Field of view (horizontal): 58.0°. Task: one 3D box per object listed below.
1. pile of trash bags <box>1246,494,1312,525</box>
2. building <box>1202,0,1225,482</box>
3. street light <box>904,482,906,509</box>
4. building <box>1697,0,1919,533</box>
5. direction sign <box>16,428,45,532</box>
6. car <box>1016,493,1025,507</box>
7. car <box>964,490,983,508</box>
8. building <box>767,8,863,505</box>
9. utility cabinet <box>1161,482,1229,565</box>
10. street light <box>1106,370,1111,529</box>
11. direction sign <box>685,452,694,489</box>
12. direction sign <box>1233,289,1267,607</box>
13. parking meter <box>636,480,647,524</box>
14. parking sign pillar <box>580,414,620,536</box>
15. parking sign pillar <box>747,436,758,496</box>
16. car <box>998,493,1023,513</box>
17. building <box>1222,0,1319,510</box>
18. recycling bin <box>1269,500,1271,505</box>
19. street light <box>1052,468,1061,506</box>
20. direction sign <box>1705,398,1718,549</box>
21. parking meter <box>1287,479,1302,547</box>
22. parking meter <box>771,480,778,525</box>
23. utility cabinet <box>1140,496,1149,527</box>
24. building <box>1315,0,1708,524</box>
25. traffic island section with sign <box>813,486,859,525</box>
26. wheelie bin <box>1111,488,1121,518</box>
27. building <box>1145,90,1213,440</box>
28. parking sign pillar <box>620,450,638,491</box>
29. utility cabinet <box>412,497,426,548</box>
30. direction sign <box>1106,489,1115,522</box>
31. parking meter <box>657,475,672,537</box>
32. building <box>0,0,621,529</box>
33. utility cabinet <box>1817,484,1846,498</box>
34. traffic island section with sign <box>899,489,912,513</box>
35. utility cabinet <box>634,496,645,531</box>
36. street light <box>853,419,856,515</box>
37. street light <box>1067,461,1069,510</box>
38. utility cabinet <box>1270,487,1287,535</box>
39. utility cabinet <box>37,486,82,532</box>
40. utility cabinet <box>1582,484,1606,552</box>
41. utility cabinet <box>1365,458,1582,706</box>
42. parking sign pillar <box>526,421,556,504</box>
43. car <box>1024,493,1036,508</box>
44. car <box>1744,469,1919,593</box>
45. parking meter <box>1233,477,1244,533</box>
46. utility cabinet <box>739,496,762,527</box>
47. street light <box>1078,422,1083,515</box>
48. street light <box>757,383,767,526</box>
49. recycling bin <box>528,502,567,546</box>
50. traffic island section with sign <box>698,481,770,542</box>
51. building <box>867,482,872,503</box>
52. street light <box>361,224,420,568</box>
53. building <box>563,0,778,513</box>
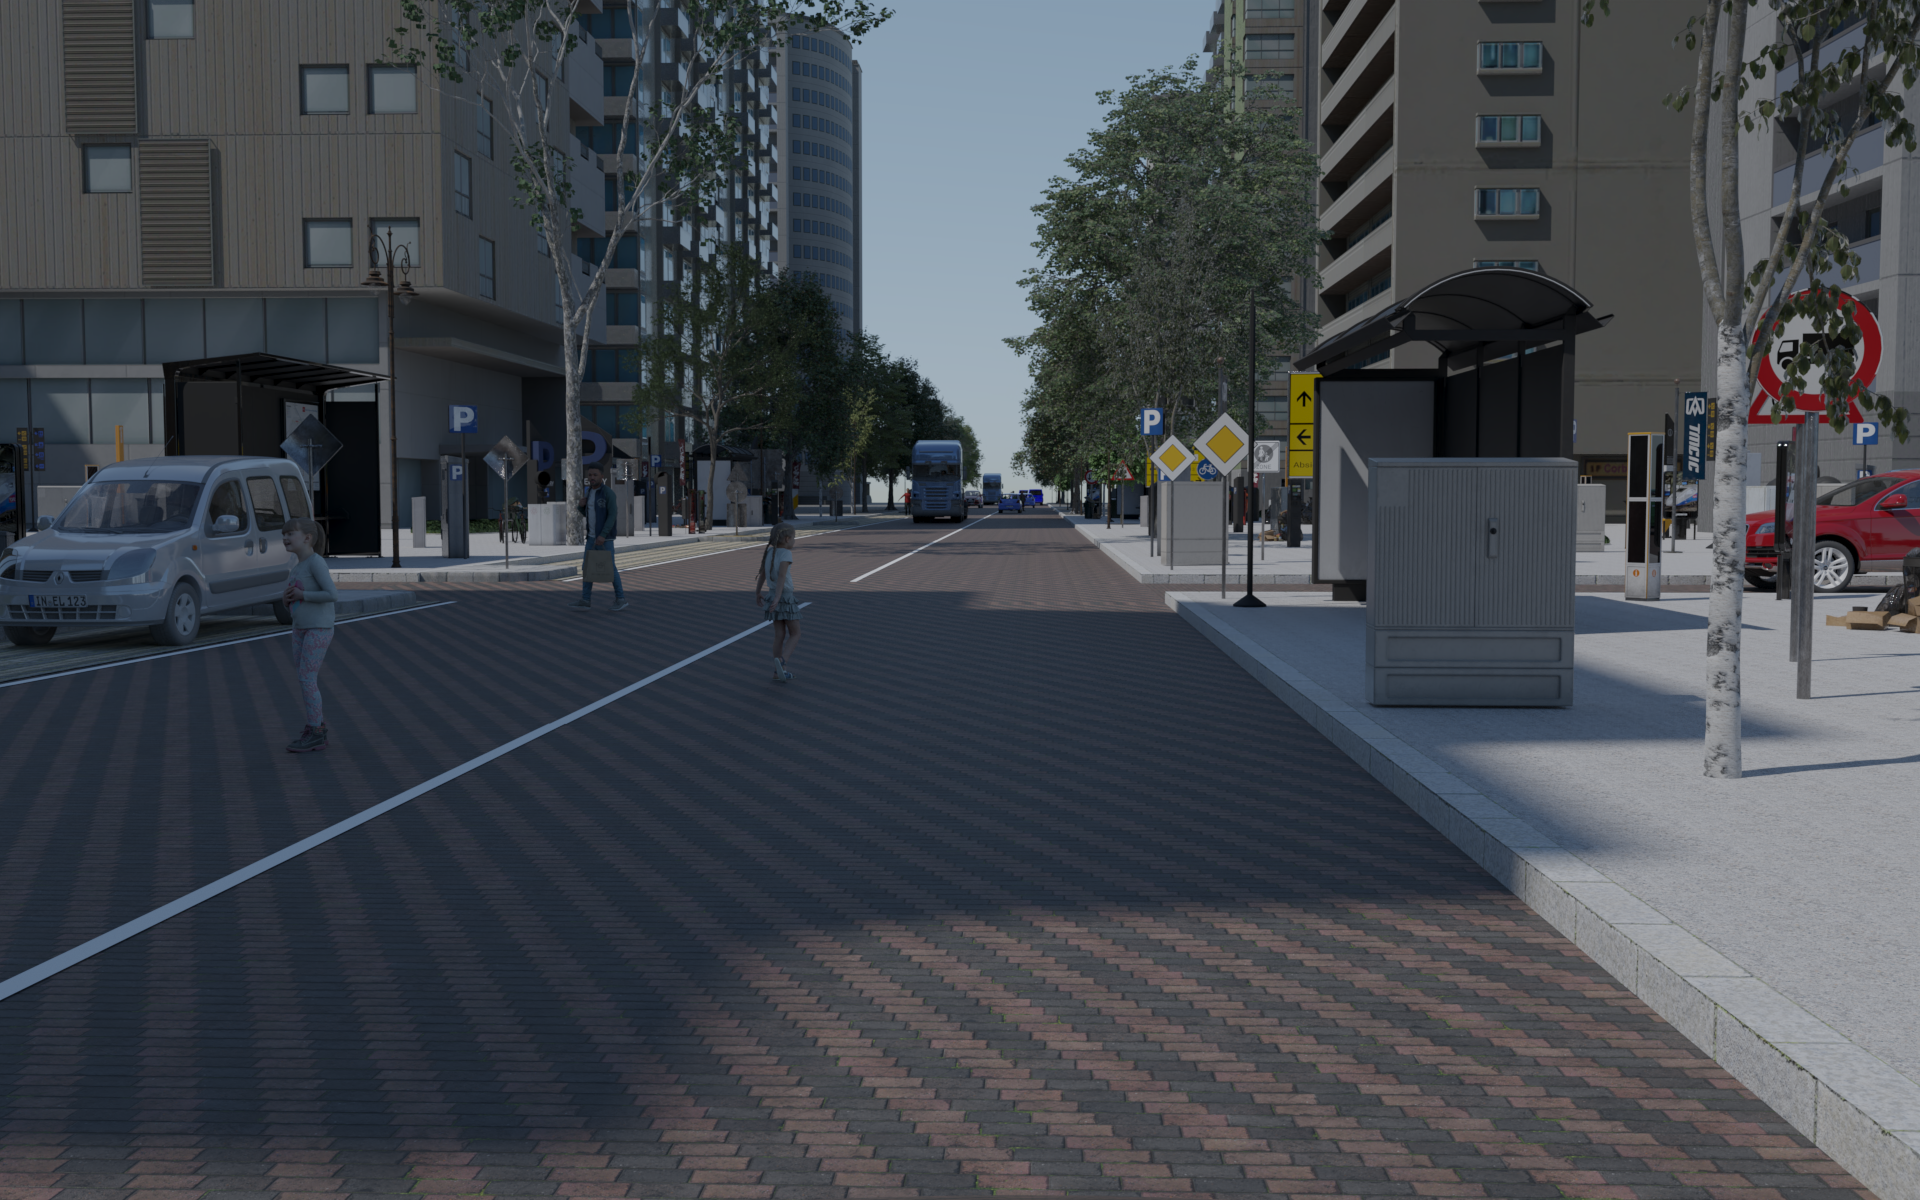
[{"bbox_3d":[13.275,-3.866,72.954,3.447,1.369,1.912,0,4,-1],"label":"pile of trash bags"},{"bbox_3d":[33.062,-32.561,151.977,23.786,49.044,30.456,0,4,2],"label":"building"},{"bbox_3d":[-4.679,-10.685,147.488,0.468,5.910,1.993,0,4,2],"label":"street light"},{"bbox_3d":[38.658,-30.931,47.715,28.212,58.520,21.231,0,4,2],"label":"building"},{"bbox_3d":[-31.666,-4.104,59.092,0.876,3.537,0.379,0,4,-7],"label":"direction sign"},{"bbox_3d":[6.263,-11.022,189.808,1.945,1.707,3.694,0,4,2],"label":"car"},{"bbox_3d":[1.246,-10.270,176.590,2.281,1.827,5.304,0,4,4],"label":"car"},{"bbox_3d":[-23.856,-41.061,213.350,21.231,58.520,28.212,0,4,2],"label":"building"},{"bbox_3d":[4.213,-1.371,31.098,1.173,1.500,0.318,-1,4,-13],"label":"utility cabinet"},{"bbox_3d":[5.476,-5.553,63.581,0.468,5.910,1.993,0,4,2],"label":"street light"},{"bbox_3d":[-14.328,-6.138,92.347,0.876,3.537,0.379,0,4,4],"label":"direction sign"},{"bbox_3d":[3.306,-1.692,19.657,0.379,3.537,0.876,1,4,10],"label":"direction sign"},{"bbox_3d":[-13.437,-4.122,73.102,0.399,1.863,0.255,-3,4,-36],"label":"parking meter"},{"bbox_3d":[-11.435,-3.985,53.625,1.447,3.967,1.447,0,4,-5],"label":"parking sign pillar"},{"bbox_3d":[-9.725,-5.618,80.319,1.447,3.967,1.447,0,4,8],"label":"parking sign pillar"},{"bbox_3d":[3.794,-7.402,130.610,1.945,1.707,3.694,0,4,4],"label":"car"},{"bbox_3d":[26.608,-27.314,130.185,14.154,41.232,14.086,0,4,2],"label":"building"},{"bbox_3d":[14.019,-3.872,75.865,0.722,1.027,0.722,-2,4,-27],"label":"recycling bin"},{"bbox_3d":[12.383,-15.285,222.697,0.468,5.910,1.993,0,4,2],"label":"street light"},{"bbox_3d":[17.730,-2.973,40.610,0.379,3.537,0.876,0,4,-5],"label":"direction sign"},{"bbox_3d":[8.062,-2.206,41.779,0.255,1.863,0.399,0,4,-5],"label":"parking meter"},{"bbox_3d":[-7.576,-3.982,70.818,0.255,1.863,0.399,0,4,-5],"label":"parking meter"},{"bbox_3d":[7.247,-3.470,67.898,0.306,1.237,1.020,1,4,11],"label":"utility cabinet"},{"bbox_3d":[29.496,-28.054,82.390,21.300,48.544,21.600,0,4,2],"label":"building"},{"bbox_3d":[-5.662,-4.336,79.521,1.989,1.847,2.006,0,4,2],"label":"traffic island section with sign"},{"bbox_3d":[8.296,-5.102,91.325,0.980,1.594,0.693,2,4,30],"label":"wheelie bin"},{"bbox_3d":[38.198,-38.797,223.566,28.713,52.752,27.495,0,4,2],"label":"building"},{"bbox_3d":[-18.226,-6.475,94.341,1.447,3.967,1.447,-1,4,-13],"label":"parking sign pillar"},{"bbox_3d":[-13.011,-1.864,41.642,0.306,1.237,1.020,-1,4,-16],"label":"utility cabinet"},{"bbox_3d":[6.912,-5.349,79.450,0.379,3.537,0.876,0,4,-1],"label":"direction sign"},{"bbox_3d":[-8.924,-2.852,52.336,0.399,1.863,0.255,2,4,23],"label":"parking meter"},{"bbox_3d":[-31.265,-29.661,74.199,28.713,52.752,27.495,0,4,2],"label":"building"},{"bbox_3d":[18.322,-1.719,36.790,1.173,1.500,0.318,3,5,43],"label":"utility cabinet"},{"bbox_3d":[-3.527,-7.374,129.190,1.989,1.847,2.006,0,4,2],"label":"traffic island section with sign"},{"bbox_3d":[-11.157,-3.001,60.234,0.306,1.237,1.020,0,4,-6],"label":"utility cabinet"},{"bbox_3d":[-6.470,-8.174,106.427,0.468,5.910,1.993,0,4,2],"label":"street light"},{"bbox_3d":[8.679,-10.185,139.308,0.468,5.910,1.993,0,4,2],"label":"street light"},{"bbox_3d":[9.826,-2.721,53.174,0.318,1.500,1.173,0,4,-5],"label":"utility cabinet"},{"bbox_3d":[-24.628,-2.376,47.532,1.173,1.500,0.318,-2,4,-24],"label":"utility cabinet"},{"bbox_3d":[13.567,-1.802,38.137,1.173,1.500,0.318,0,4,1],"label":"utility cabinet"},{"bbox_3d":[3.068,-0.107,10.424,1.173,1.500,0.318,0,4,3],"label":"utility cabinet"},{"bbox_3d":[-15.500,-4.628,64.134,1.447,3.967,1.447,1,4,18],"label":"parking sign pillar"},{"bbox_3d":[6.887,-10.352,178.850,1.945,1.707,3.694,0,4,2],"label":"car"},{"bbox_3d":[13.948,-1.028,25.479,5.304,1.827,2.281,0,4,1],"label":"car"},{"bbox_3d":[9.302,-3.188,57.838,0.255,1.863,0.399,-1,4,-11],"label":"parking meter"},{"bbox_3d":[-8.273,-3.465,67.816,1.020,1.237,0.306,1,4,14],"label":"utility cabinet"},{"bbox_3d":[7.290,-8.011,103.765,0.468,5.910,1.993,0,4,2],"label":"street light"},{"bbox_3d":[-8.048,-5.958,70.195,0.468,5.910,1.993,0,4,2],"label":"street light"},{"bbox_3d":[-10.321,-1.881,43.316,0.722,1.027,0.722,1,4,11],"label":"recycling bin"},{"bbox_3d":[-6.802,-2.689,52.590,1.989,1.847,2.006,0,4,2],"label":"traffic island section with sign"},{"bbox_3d":[-28.984,-33.541,240.271,32.217,40.220,23.993,0,4,2],"label":"building"},{"bbox_3d":[-9.825,-3.500,30.009,0.468,5.910,1.993,0,4,2],"label":"street light"},{"bbox_3d":[-28.094,-32.487,150.766,23.786,49.044,30.456,0,4,2],"label":"building"}]
